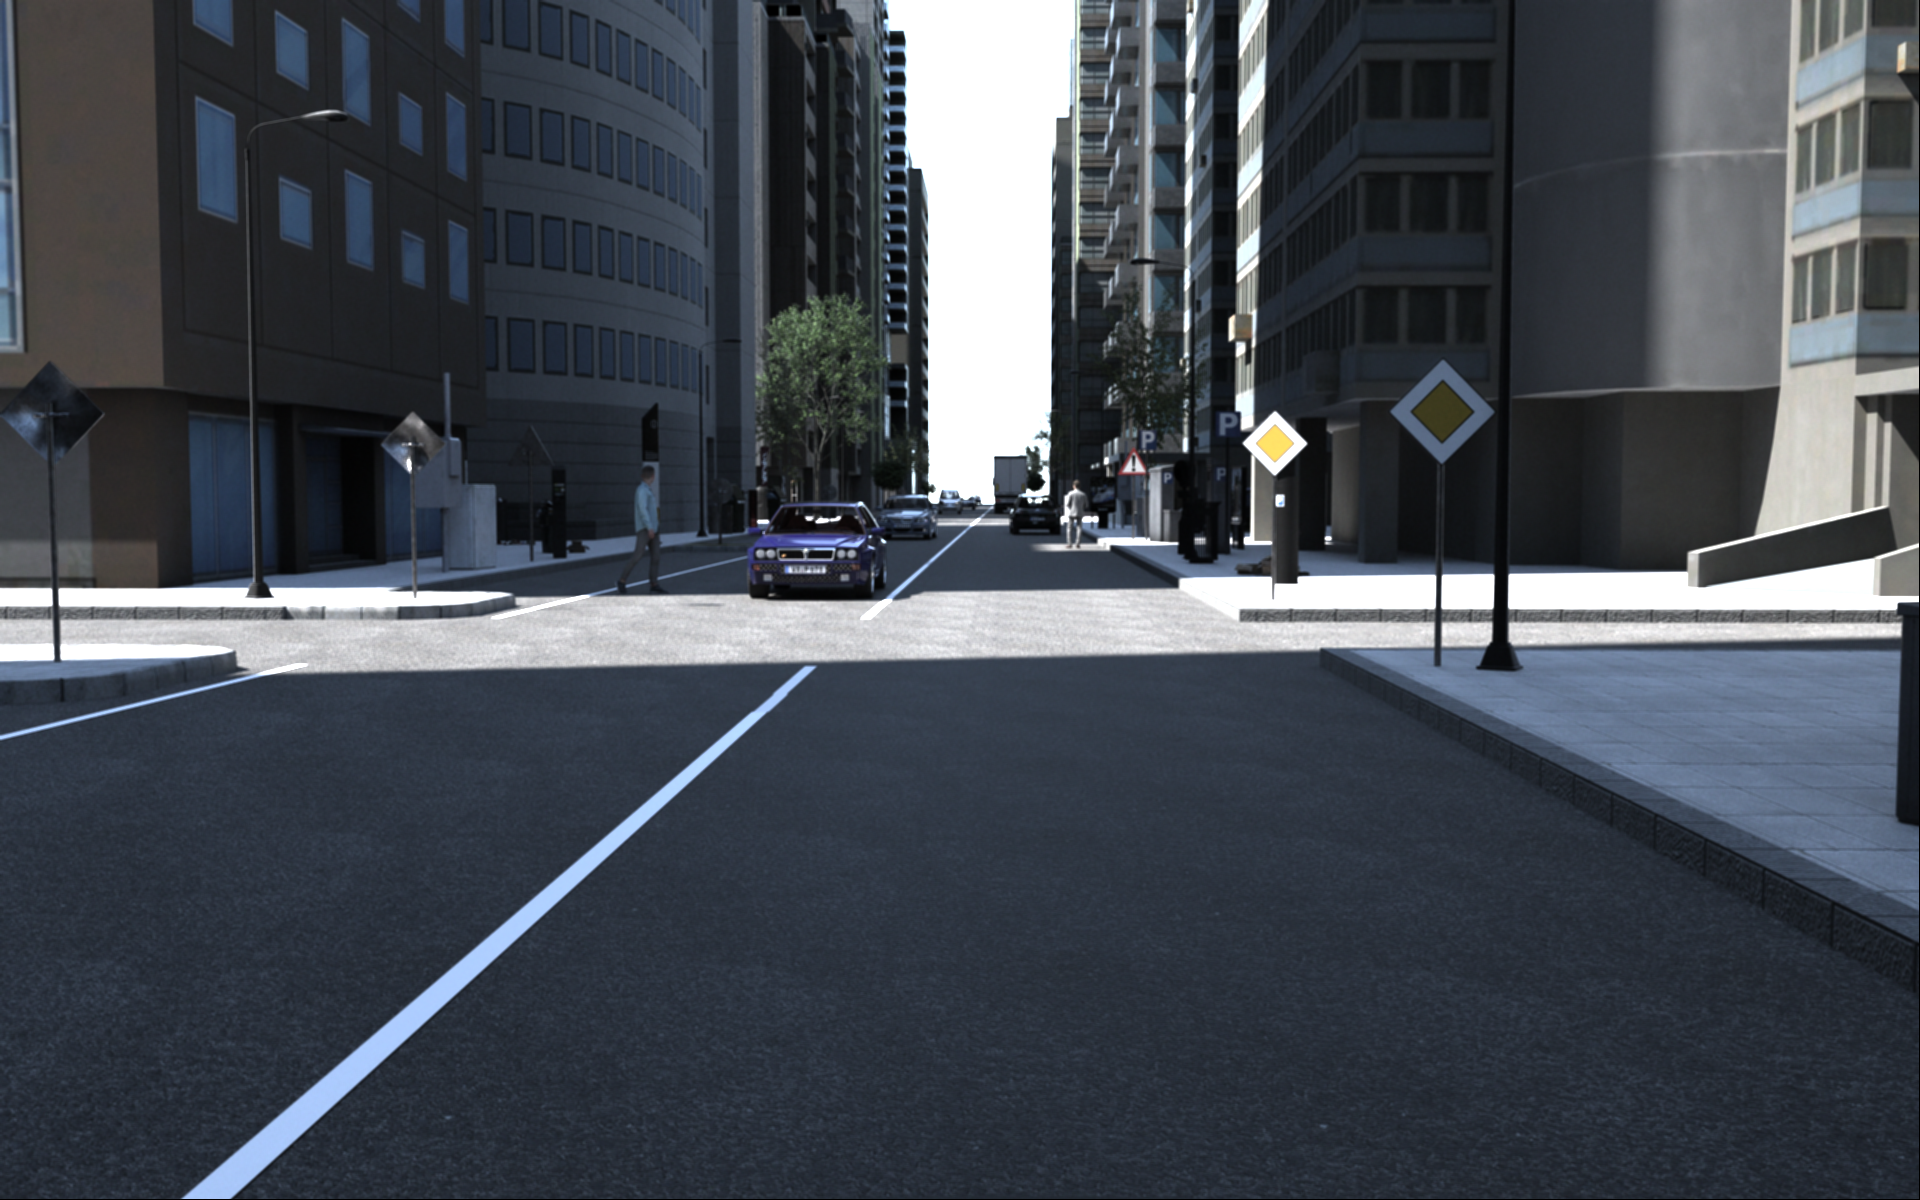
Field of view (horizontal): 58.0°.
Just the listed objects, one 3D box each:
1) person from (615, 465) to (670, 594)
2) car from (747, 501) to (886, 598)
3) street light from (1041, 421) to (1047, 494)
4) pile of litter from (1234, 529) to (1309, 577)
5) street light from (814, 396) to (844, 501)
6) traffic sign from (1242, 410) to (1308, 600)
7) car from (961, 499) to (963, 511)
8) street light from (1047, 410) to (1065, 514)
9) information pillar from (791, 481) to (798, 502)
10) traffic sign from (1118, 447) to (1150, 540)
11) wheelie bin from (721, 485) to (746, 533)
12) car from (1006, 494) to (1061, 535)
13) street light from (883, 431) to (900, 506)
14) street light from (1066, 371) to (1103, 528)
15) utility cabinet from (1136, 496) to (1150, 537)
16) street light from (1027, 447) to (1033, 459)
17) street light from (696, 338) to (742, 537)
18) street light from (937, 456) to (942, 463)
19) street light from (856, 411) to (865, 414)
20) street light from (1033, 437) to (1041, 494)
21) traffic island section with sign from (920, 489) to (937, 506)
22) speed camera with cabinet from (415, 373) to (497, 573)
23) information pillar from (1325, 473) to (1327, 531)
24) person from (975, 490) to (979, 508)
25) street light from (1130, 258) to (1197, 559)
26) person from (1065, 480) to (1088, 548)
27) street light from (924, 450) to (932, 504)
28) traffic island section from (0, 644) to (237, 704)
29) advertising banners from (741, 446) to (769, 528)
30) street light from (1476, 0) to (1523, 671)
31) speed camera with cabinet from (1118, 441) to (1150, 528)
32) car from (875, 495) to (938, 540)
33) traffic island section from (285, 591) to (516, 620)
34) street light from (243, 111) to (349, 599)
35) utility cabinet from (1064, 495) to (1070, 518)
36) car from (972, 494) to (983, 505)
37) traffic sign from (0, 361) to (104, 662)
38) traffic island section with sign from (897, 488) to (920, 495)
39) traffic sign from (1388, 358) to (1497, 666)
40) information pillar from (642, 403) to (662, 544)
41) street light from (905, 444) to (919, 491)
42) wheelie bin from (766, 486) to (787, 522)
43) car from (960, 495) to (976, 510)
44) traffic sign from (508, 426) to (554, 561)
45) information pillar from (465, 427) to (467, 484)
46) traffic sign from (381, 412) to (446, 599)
[{"bbox_3d":[-4.547,-1.008,24.835,0.748,1.841,0.638,1,4,11],"label":"person"},{"bbox_3d":[-2.019,-0.764,25.064,1.945,1.354,3.894,0,4,1],"label":"car"},{"bbox_3d":[6.060,-8.371,109.405,1.470,5.913,1.316,0,4,2],"label":"street light"},{"bbox_3d":[4.956,-0.830,27.531,1.176,0.858,1.719,1,4,10],"label":"pile of litter"},{"bbox_3d":[-6.377,-6.726,82.513,1.470,5.913,1.316,0,4,2],"label":"street light"},{"bbox_3d":[3.774,-1.051,20.830,0.795,2.450,0.064,0,4,2],"label":"traffic sign"},{"bbox_3d":[-0.696,-8.346,146.245,2.009,1.686,4.222,0,4,3],"label":"car"},{"bbox_3d":[5.694,-7.546,95.916,1.470,5.913,1.316,0,4,2],"label":"street light"},{"bbox_3d":[-9.216,-5.631,96.554,0.304,2.012,0.304,0,4,5],"label":"information pillar"},{"bbox_3d":[4.828,-2.946,48.178,0.884,2.594,0.081,0,4,7],"label":"traffic sign"},{"bbox_3d":[-7.507,-3.005,57.039,0.693,1.594,0.980,1,4,21],"label":"wheelie bin"},{"bbox_3d":[2.692,-3.225,62.516,2.009,1.686,4.222,0,4,0],"label":"car"},{"bbox_3d":[-5.144,-9.537,128.469,1.470,5.913,1.316,0,4,2],"label":"street light"},{"bbox_3d":[4.817,-5.670,65.241,1.470,5.913,1.316,0,4,2],"label":"street light"},{"bbox_3d":[5.568,-2.529,52.503,0.306,1.237,1.020,0,4,-4],"label":"utility cabinet"},{"bbox_3d":[7.687,-12.176,171.622,1.470,5.913,1.316,0,4,2],"label":"street light"},{"bbox_3d":[-7.212,-4.850,51.837,1.470,5.913,1.316,0,4,2],"label":"street light"},{"bbox_3d":[-3.007,-14.607,211.365,1.470,5.913,1.316,0,4,2],"label":"street light"},{"bbox_3d":[-6.056,-7.644,97.521,1.470,5.913,1.316,0,4,2],"label":"street light"},{"bbox_3d":[6.914,-10.274,140.525,1.470,5.913,1.316,0,4,2],"label":"street light"},{"bbox_3d":[-3.252,-8.505,147.691,1.989,1.847,2.006,0,4,2],"label":"traffic island section with sign"},{"bbox_3d":[-8.463,-2.124,29.061,0.660,3.252,2.038,1,4,8],"label":"speed camera with cabinet"},{"bbox_3d":[12.559,-3.406,60.180,0.304,2.012,0.304,0,4,1],"label":"information pillar"},{"bbox_3d":[1.782,-10.746,184.179,0.705,1.826,1.348,-1,4,-16],"label":"person"},{"bbox_3d":[4.051,-3.774,34.247,1.470,5.913,1.316,0,4,2],"label":"street light"},{"bbox_3d":[3.060,-2.283,46.020,0.606,1.804,0.583,-1,4,-19],"label":"person"},{"bbox_3d":[-3.740,-12.731,180.686,1.470,5.913,1.316,0,4,2],"label":"street light"},{"bbox_3d":[-6.907,0.555,13.214,2.009,0.180,2.903,0,4,2],"label":"traffic island section"},{"bbox_3d":[-7.570,-4.094,63.116,0.090,3.025,2.074,2,4,31],"label":"advertising banners"},{"bbox_3d":[3.424,-2.448,12.562,1.470,5.913,1.316,0,4,2],"label":"street light"},{"bbox_3d":[6.789,-4.263,64.040,2.038,3.252,0.660,3,5,44],"label":"speed camera with cabinet"},{"bbox_3d":[-1.689,-2.676,55.752,2.014,1.417,4.499,0,4,3],"label":"car"},{"bbox_3d":[-6.689,0.066,21.196,2.009,0.180,2.903,0,4,2],"label":"traffic island section"},{"bbox_3d":[-8.105,-2.974,21.162,1.470,5.913,1.316,0,4,2],"label":"street light"},{"bbox_3d":[5.966,-5.042,93.603,0.306,1.237,1.020,2,4,27],"label":"utility cabinet"},{"bbox_3d":[2.149,-13.875,238.865,2.014,1.417,4.499,0,4,1],"label":"car"},{"bbox_3d":[-6.883,-0.582,13.152,0.795,2.450,0.064,0,4,2],"label":"traffic sign"},{"bbox_3d":[-3.997,-6.818,120.096,1.989,1.847,2.006,0,4,2],"label":"traffic island section with sign"},{"bbox_3d":[3.557,-0.563,12.848,0.795,2.450,0.064,0,4,2],"label":"traffic sign"},{"bbox_3d":[-7.894,-3.237,44.275,0.183,3.616,0.504,3,5,40],"label":"information pillar"},{"bbox_3d":[-4.463,-11.438,159.556,1.470,5.913,1.316,0,4,2],"label":"street light"},{"bbox_3d":[-7.467,-3.814,70.263,0.693,1.594,0.980,1,4,20],"label":"wheelie bin"},{"bbox_3d":[0.516,-8.783,156.186,1.945,1.354,3.894,0,4,1],"label":"car"},{"bbox_3d":[-8.170,-2.016,32.973,0.884,2.594,0.081,0,4,2],"label":"traffic sign"},{"bbox_3d":[-12.193,-3.109,42.185,0.183,3.616,0.504,1,4,21],"label":"information pillar"},{"bbox_3d":[-6.665,-1.070,21.134,0.795,2.450,0.064,0,4,2],"label":"traffic sign"}]
